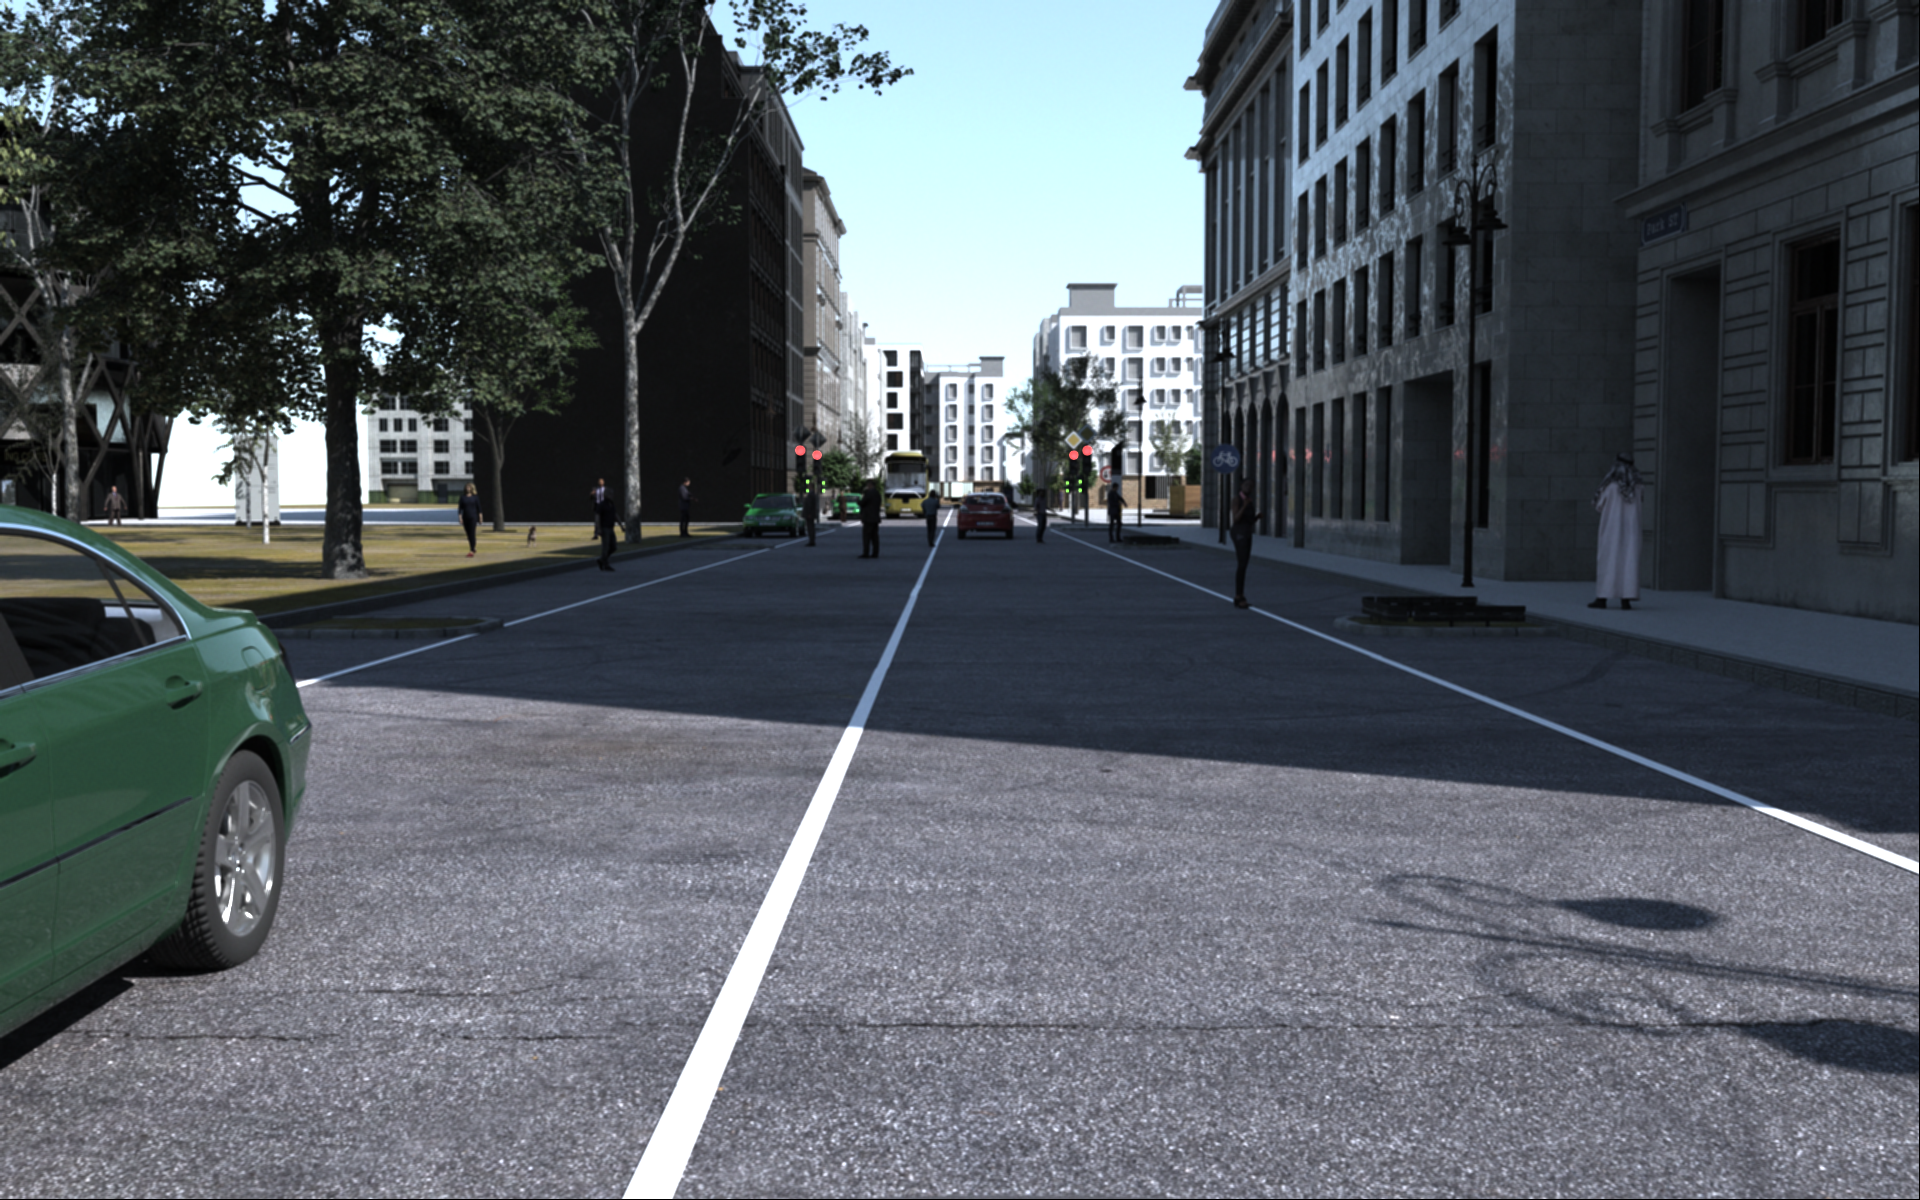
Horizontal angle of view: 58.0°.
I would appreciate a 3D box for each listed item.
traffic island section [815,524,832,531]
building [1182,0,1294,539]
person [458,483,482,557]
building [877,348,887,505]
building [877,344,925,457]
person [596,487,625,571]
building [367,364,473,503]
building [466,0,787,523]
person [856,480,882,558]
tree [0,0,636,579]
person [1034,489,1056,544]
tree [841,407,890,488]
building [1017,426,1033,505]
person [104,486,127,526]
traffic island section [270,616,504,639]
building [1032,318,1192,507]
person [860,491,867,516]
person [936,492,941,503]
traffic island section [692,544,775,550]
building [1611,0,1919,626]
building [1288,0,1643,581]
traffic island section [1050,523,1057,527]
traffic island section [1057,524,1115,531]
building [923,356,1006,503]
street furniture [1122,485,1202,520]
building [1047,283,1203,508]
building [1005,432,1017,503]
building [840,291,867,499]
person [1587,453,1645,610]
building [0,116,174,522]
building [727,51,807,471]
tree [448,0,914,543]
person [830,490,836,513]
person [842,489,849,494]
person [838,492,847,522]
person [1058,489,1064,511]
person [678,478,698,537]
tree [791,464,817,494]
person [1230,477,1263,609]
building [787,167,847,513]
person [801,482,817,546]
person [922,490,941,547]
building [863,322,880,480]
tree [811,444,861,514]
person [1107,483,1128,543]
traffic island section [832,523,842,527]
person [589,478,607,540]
[{"bbox_3d":[-6.249,-2.797,68.012,2.009,0.180,2.903,0,3,0],"label":"traffic island section"},{"bbox_3d":[15.150,-13.018,54.648,13.314,21.916,24.055,0,3,0],"label":"building"},{"bbox_3d":[-10.031,-1.643,35.448,0.480,1.512,0.613,-1,4,-23],"label":"person"},{"bbox_3d":[-25.276,-21.512,218.179,31.486,18.905,16.747,0,3,0],"label":"building"},{"bbox_3d":[-21.566,-24.784,249.190,32.646,21.610,27.936,0,3,0],"label":"building"},{"bbox_3d":[-6.540,-1.314,32.190,0.569,1.553,0.471,-2,4,-31],"label":"person"},{"bbox_3d":[-65.008,-23.105,244.232,31.486,18.905,16.747,0,3,0],"label":"building"},{"bbox_3d":[-15.371,-15.547,83.872,12.332,23.373,15.834,0,3,0],"label":"building"},{"bbox_3d":[-2.061,-1.817,38.901,0.600,1.739,0.565,1,4,8],"label":"person"},{"bbox_3d":[-9.499,-7.297,25.958,9.857,13.997,8.962,0,3,0],"label":"tree"},{"bbox_3d":[2.365,-2.428,50.165,0.435,1.587,0.963,2,4,33],"label":"person"},{"bbox_3d":[-8.160,-12.021,146.909,4.360,8.622,3.978,0,3,0],"label":"tree"},{"bbox_3d":[12.367,-16.520,212.251,9.099,9.664,28.070,0,3,0],"label":"building"},{"bbox_3d":[-35.969,-3.959,73.786,0.434,1.755,0.990,3,5,40],"label":"person"},{"bbox_3d":[-5.892,0.291,18.113,1.991,0.108,1.994,0,3,0],"label":"traffic island section"},{"bbox_3d":[16.669,-19.301,182.021,16.747,18.905,31.486,0,3,0],"label":"building"},{"bbox_3d":[-3.468,-3.200,63.194,0.453,1.535,0.546,-2,4,-34],"label":"person"},{"bbox_3d":[-2.452,-11.640,199.540,0.721,1.736,1.217,2,4,31],"label":"person"},{"bbox_3d":[-5.913,-1.388,45.553,1.991,0.108,1.994,0,3,0],"label":"traffic island section"},{"bbox_3d":[14.295,-10.844,13.452,11.583,22.565,21.152,0,3,0],"label":"building"},{"bbox_3d":[13.189,-10.916,33.236,10.420,20.320,16.860,0,3,0],"label":"building"},{"bbox_3d":[4.987,-3.286,76.000,2.009,0.180,2.903,0,3,0],"label":"traffic island section"},{"bbox_3d":[4.992,-2.797,68.015,2.009,0.180,2.903,0,3,0],"label":"traffic island section"},{"bbox_3d":[0.524,-23.678,243.556,11.380,20.091,16.016,0,3,0],"label":"building"},{"bbox_3d":[14.293,-5.060,89.585,11.010,1.723,9.812,-1,4,-17],"label":"street furniture"},{"bbox_3d":[16.232,-18.604,160.590,16.016,20.091,11.380,0,3,0],"label":"building"},{"bbox_3d":[20.251,-18.241,240.390,28.070,9.664,9.099,0,3,0],"label":"building"},{"bbox_3d":[-18.177,-18.380,166.978,16.747,18.905,31.486,0,3,0],"label":"building"},{"bbox_3d":[7.372,-0.772,19.338,0.551,1.740,0.621,-1,4,-16],"label":"person"},{"bbox_3d":[-48.669,-13.274,84.480,16.811,18.784,16.820,0,3,0],"label":"building"},{"bbox_3d":[-17.337,-18.968,103.626,14.314,27.812,24.014,0,3,0],"label":"building"},{"bbox_3d":[-7.123,-11.533,44.462,12.611,20.169,13.585,0,3,0],"label":"tree"},{"bbox_3d":[-8.635,-6.715,117.793,0.435,1.587,0.963,-1,4,-12],"label":"person"},{"bbox_3d":[-9.538,-8.387,143.971,0.742,1.727,0.445,0,4,-7],"label":"person"},{"bbox_3d":[-5.998,-4.753,88.476,0.482,1.546,0.388,2,4,26],"label":"person"},{"bbox_3d":[7.466,-7.418,128.252,0.541,1.710,0.530,-2,4,-35],"label":"person"},{"bbox_3d":[-8.043,-2.739,51.277,0.568,1.767,0.683,0,4,-5],"label":"person"},{"bbox_3d":[-8.747,-6.179,95.623,1.663,3.219,1.824,0,3,0],"label":"tree"},{"bbox_3d":[3.617,-0.725,21.827,0.415,1.643,0.593,-1,4,-9],"label":"person"},{"bbox_3d":[-15.299,-20.238,128.155,12.463,27.353,25.104,0,3,0],"label":"building"},{"bbox_3d":[-4.154,-2.364,47.705,0.434,1.755,0.990,0,3,0],"label":"person"},{"bbox_3d":[-0.784,-2.209,46.836,0.429,1.552,0.499,-3,5,-42],"label":"person"},{"bbox_3d":[-16.732,-20.307,188.436,16.016,20.091,11.380,0,3,0],"label":"building"},{"bbox_3d":[-8.190,-7.959,113.839,4.285,4.588,4.351,0,3,0],"label":"tree"},{"bbox_3d":[4.667,-2.575,51.048,0.568,1.767,0.683,2,4,30],"label":"person"},{"bbox_3d":[-6.254,-3.285,75.998,2.009,0.180,2.903,0,3,0],"label":"traffic island section"},{"bbox_3d":[-10.030,-2.539,48.380,0.655,1.722,0.431,0,4,-5],"label":"person"}]
